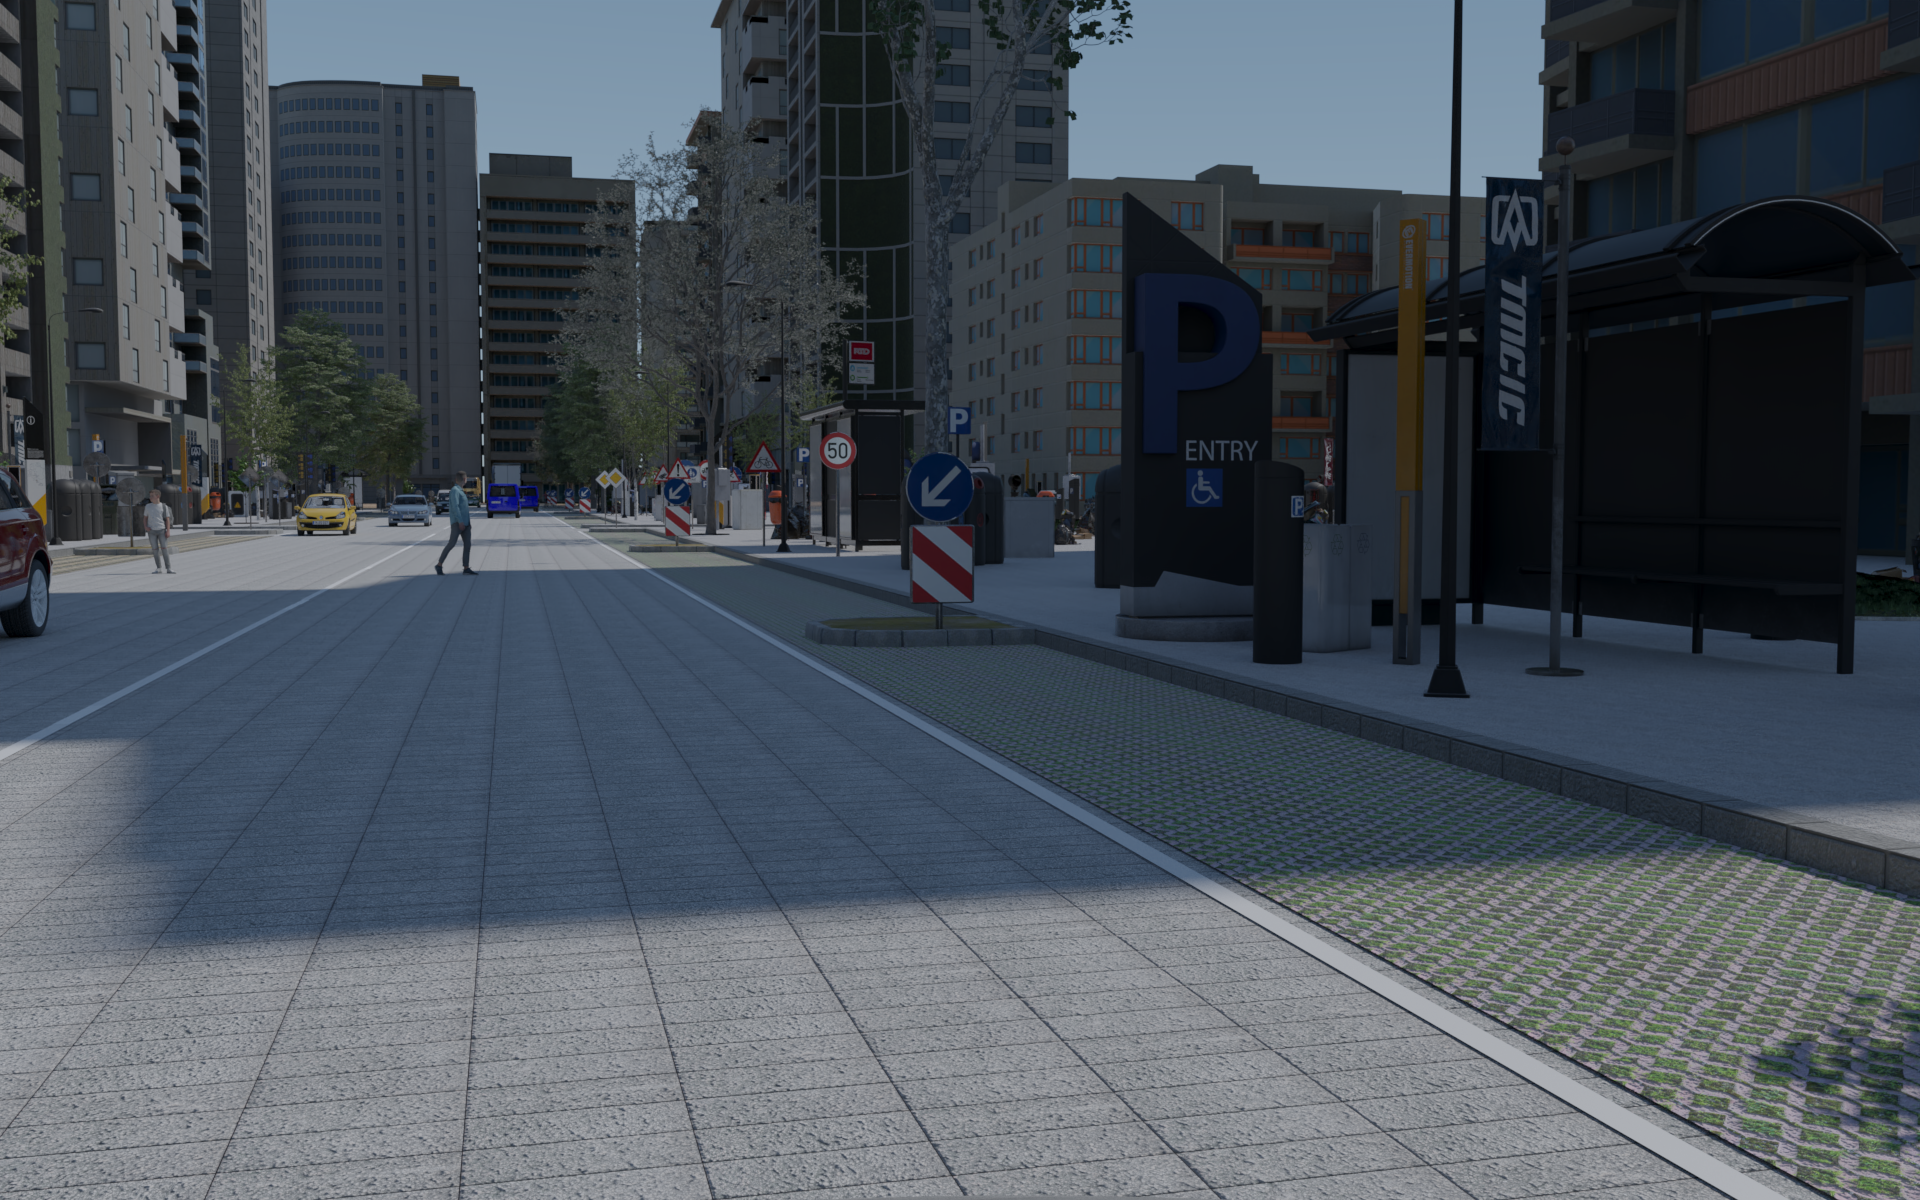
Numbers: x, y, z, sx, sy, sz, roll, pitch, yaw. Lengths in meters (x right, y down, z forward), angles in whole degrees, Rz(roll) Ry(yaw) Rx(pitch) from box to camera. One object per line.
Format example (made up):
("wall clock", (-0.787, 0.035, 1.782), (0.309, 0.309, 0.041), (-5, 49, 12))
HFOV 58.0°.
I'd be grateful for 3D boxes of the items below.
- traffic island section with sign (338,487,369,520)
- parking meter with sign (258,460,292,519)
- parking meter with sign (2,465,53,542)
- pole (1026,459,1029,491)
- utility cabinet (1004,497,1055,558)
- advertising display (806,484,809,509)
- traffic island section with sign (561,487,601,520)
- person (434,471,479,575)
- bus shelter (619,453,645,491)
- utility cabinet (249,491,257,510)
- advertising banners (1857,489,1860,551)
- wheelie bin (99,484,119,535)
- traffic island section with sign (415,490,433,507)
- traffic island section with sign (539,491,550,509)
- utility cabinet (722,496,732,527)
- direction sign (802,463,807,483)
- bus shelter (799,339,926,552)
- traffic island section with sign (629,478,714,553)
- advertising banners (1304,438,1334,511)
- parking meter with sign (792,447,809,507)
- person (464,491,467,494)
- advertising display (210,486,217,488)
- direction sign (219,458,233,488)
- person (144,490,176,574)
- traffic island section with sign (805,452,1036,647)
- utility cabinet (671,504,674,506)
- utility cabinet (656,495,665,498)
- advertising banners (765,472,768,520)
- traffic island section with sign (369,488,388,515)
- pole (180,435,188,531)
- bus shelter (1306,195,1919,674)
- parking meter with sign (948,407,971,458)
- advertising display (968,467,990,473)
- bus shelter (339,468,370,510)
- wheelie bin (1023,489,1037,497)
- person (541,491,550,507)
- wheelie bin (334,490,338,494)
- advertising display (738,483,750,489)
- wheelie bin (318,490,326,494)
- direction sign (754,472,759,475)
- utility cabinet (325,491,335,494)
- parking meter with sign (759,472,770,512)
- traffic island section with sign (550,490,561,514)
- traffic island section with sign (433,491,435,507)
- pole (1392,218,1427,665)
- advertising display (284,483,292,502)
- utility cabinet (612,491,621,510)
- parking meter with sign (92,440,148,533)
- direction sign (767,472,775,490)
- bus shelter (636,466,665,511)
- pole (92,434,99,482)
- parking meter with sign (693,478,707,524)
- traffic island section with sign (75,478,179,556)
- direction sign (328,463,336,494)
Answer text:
("traffic island section with sign", (-33.410, -5.228, 94.112), (1.989, 1.847, 2.006), (-1, 4, -14))
("parking meter with sign", (-35.014, -5.651, 88.661), (1.738, 3.016, 0.543), (1, 4, 21))
("parking meter with sign", (-25.083, -3.037, 45.912), (1.738, 3.016, 0.543), (-1, 4, -22))
("pole", (3.873, -6.480, 99.790), (0.158, 3.312, 0.155), (0, 3, 0))
("utility cabinet", (1.387, -1.459, 35.019), (1.020, 1.237, 0.306), (0, 4, -4))
("advertising display", (-10.110, -6.439, 110.497), (0.974, 1.923, 0.123), (1, 4, 14))
("traffic island section with sign", (-21.287, -5.445, 97.647), (1.989, 1.847, 2.006), (-1, 4, -14))
("person", (-8.889, -1.360, 30.595), (0.748, 1.841, 0.638), (1, 4, 10))
("bus shelter", (-26.365, -9.815, 138.107), (2.179, 5.291, 8.768), (-1, 4, -14))
("utility cabinet", (-47.722, -6.591, 116.439), (1.173, 1.500, 0.318), (1, 4, 21))
("advertising banners", (12.393, -1.809, 25.768), (0.090, 3.025, 2.074), (-2, 4, -30))
("wheelie bin", (-26.841, -2.851, 54.529), (0.980, 1.594, 0.693), (-2, 4, -34))
("traffic island section with sign", (-52.808, -9.822, 169.218), (1.989, 1.847, 2.006), (-1, 4, -14))
("traffic island section with sign", (-40.419, -9.975, 171.711), (1.989, 1.847, 2.006), (-1, 4, -14))
("utility cabinet", (-9.772, -3.908, 75.065), (1.020, 1.237, 0.306), (0, 4, -7))
("direction sign", (-11.435, -8.095, 124.345), (0.876, 3.537, 0.379), (1, 4, 8))
("bus shelter", (-2.627, -3.982, 42.735), (2.179, 5.291, 8.768), (-1, 4, -14))
("traffic island section with sign", (-7.226, -2.112, 43.165), (1.989, 1.847, 2.006), (-1, 4, -14))
("advertising banners", (11.665, -3.719, 56.988), (0.090, 3.025, 2.074), (-1, 4, -23))
("parking meter with sign", (-6.066, -4.245, 65.667), (0.543, 3.016, 1.738), (-1, 4, -15))
("person", (-55.078, -11.287, 193.184), (0.705, 1.807, 1.348), (3, 4, 36))
("advertising display", (-58.912, -8.049, 136.817), (0.123, 1.923, 0.974), (0, 4, 2))
("direction sign", (-45.838, -7.131, 108.585), (0.876, 3.537, 0.379), (2, 4, 34))
("person", (-14.402, -1.229, 31.190), (0.503, 1.515, 0.523), (-3, 5, -41))
("traffic island section with sign", (-0.475, -0.516, 17.066), (1.989, 1.847, 2.006), (-1, 4, -14))
("utility cabinet", (-15.081, -5.049, 91.226), (0.318, 1.500, 1.173), (0, 4, -5))
("utility cabinet", (-17.730, -5.670, 103.862), (1.020, 1.237, 0.306), (-1, 4, -15))
("advertising banners", (-9.739, -5.504, 86.172), (0.090, 3.025, 2.074), (0, 4, 5))
("traffic island section with sign", (-40.217, -6.841, 120.474), (1.989, 1.847, 2.006), (-1, 4, -14))
("pole", (-27.015, -4.065, 60.308), (0.158, 3.312, 0.155), (0, 3, 0))
("bus shelter", (5.019, -1.255, 14.445), (2.014, 3.302, 5.546), (-1, 4, -14))
("parking meter with sign", (-0.379, -2.397, 35.459), (0.543, 3.016, 1.738), (-2, 4, -24))
("advertising display", (0.214, -2.172, 40.731), (0.974, 1.923, 0.123), (0, 4, -2))
("bus shelter", (-48.556, -8.874, 139.011), (2.014, 3.302, 5.546), (-1, 4, -15))
("wheelie bin", (4.002, -5.568, 98.947), (0.693, 1.594, 0.980), (3, 5, 43))
("person", (-45.167, -11.003, 189.115), (1.217, 1.743, 0.721), (-3, 5, -42))
("wheelie bin", (-43.772, -6.992, 122.233), (0.693, 1.594, 0.980), (2, 4, 34))
("advertising display", (-12.557, -5.903, 101.721), (0.974, 1.923, 0.123), (0, 4, 7))
("wheelie bin", (-49.986, -7.810, 135.598), (0.980, 1.594, 0.693), (0, 4, 3))
("direction sign", (-12.191, -6.839, 103.816), (0.379, 3.537, 0.876), (-2, 4, -28))
("utility cabinet", (-51.107, -8.036, 140.067), (1.173, 1.500, 0.318), (-3, 5, -43))
("parking meter with sign", (-14.255, -7.995, 126.978), (0.543, 3.016, 1.738), (2, 4, 25))
("traffic island section with sign", (-28.161, -7.073, 124.278), (1.989, 1.847, 2.006), (-1, 4, -14))
("traffic island section with sign", (-59.615, -11.436, 195.606), (1.989, 1.847, 2.006), (-1, 4, -14))
("pole", (3.371, -1.170, 12.976), (0.158, 3.312, 0.155), (0, 3, 0))
("advertising display", (-38.453, -5.698, 98.377), (0.974, 1.923, 0.123), (0, 4, 0))
("utility cabinet", (-23.592, -6.836, 120.449), (1.173, 1.500, 0.318), (-3, 4, -36))
("parking meter with sign", (-27.484, -3.705, 56.845), (0.543, 3.016, 1.738), (2, 4, 27))
("direction sign", (-15.187, -8.996, 139.087), (0.379, 3.537, 0.876), (3, 4, 38))
("bus shelter", (-22.618, -8.150, 127.171), (2.014, 3.302, 5.546), (-1, 4, -15))
("pole", (-29.485, -3.996, 59.180), (0.158, 3.312, 0.155), (0, 3, 0))
("parking meter with sign", (-10.795, -4.762, 74.114), (0.543, 3.016, 1.738), (1, 4, 11))
("traffic island section with sign", (-19.715, -1.986, 41.107), (1.989, 1.847, 2.006), (-1, 4, -14))
("direction sign", (-41.756, -7.532, 115.142), (0.876, 3.537, 0.379), (3, 4, 39))
